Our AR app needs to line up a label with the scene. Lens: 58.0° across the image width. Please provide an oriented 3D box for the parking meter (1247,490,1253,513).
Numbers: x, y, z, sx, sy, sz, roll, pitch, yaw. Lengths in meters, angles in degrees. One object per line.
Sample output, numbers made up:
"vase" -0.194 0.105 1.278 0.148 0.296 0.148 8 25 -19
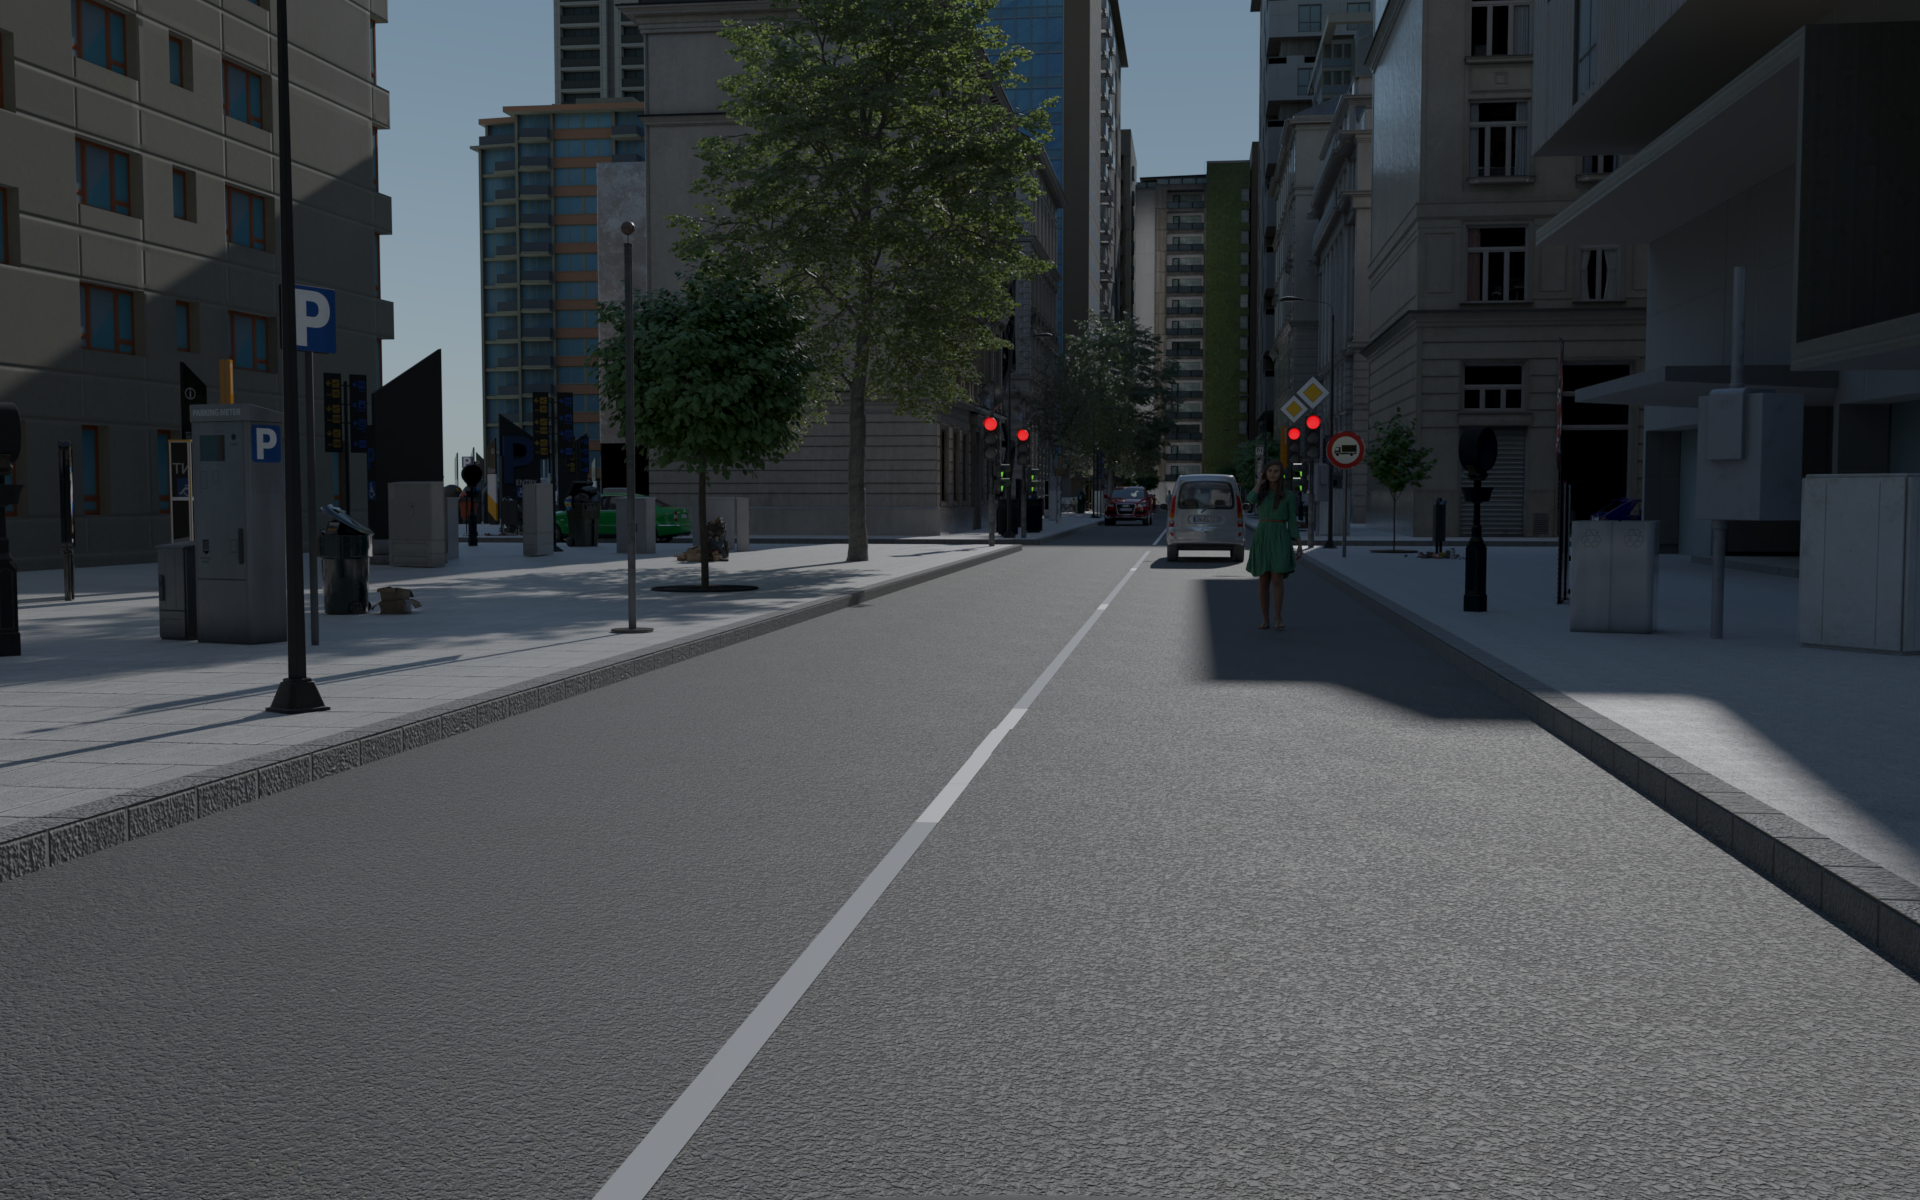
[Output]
"parking meter" 19.448 -6.740 115.909 0.399 1.863 0.255 1 4 9

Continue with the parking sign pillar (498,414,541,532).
"parking sign pillar" -14.772 -4.261 58.141 1.447 3.967 1.447 -2 4 -27

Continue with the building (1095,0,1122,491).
"building" 2.336 -32.759 155.221 23.786 49.044 30.456 0 4 8

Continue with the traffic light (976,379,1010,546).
"traffic light" 0.798 -3.271 42.402 0.839 4.253 0.868 0 4 8

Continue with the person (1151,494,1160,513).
"person" 14.614 -7.235 130.045 0.557 1.426 1.065 -2 4 -34

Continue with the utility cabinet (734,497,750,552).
"utility cabinet" -4.888 -1.704 39.029 0.306 1.237 1.020 0 4 -7

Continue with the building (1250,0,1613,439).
"building" 41.548 -34.913 160.066 28.713 52.752 27.495 0 4 8

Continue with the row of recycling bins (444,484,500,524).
"row of recycling bins" -20.599 -4.128 74.599 3.534 1.692 1.069 -3 4 -38

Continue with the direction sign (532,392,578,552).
"direction sign" -9.035 -2.846 38.527 0.876 3.537 0.379 -1 4 -15

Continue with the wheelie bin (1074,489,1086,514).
"wheelie bin" 7.891 -6.472 113.733 0.693 1.594 0.980 -1 4 -18

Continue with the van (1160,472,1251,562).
"van" 5.392 -1.900 38.083 2.013 2.044 4.112 0 4 8

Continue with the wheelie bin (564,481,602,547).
"wheelie bin" -9.163 -2.102 42.275 0.693 1.594 0.980 2 4 35

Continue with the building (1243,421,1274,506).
"building" 40.612 -45.603 183.858 20.563 71.187 20.611 0 4 8

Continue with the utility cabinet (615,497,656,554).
"utility cabinet" -7.030 -1.612 37.519 1.020 1.237 0.306 3 5 41

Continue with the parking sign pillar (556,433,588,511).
"parking sign pillar" -16.978 -5.341 75.804 1.447 3.967 1.447 -1 4 -22

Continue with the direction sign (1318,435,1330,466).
"direction sign" 13.879 -4.530 66.068 0.379 3.537 0.876 3 5 42

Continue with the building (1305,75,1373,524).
"building" 24.399 -14.883 85.139 13.314 21.916 24.055 0 4 8

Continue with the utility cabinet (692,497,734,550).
"utility cabinet" -5.654 -1.746 39.714 0.306 1.237 1.020 3 5 44

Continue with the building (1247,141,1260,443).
"building" 42.840 -34.482 213.896 14.200 45.320 14.600 0 4 8

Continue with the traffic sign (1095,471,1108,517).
"traffic sign" 7.692 -5.797 94.778 0.884 2.594 0.081 1 4 11

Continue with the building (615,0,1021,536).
"building" -4.047 -12.089 62.281 10.561 19.102 19.286 0 4 8

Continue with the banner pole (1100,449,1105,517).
"banner pole" 7.916 -6.504 96.353 0.401 3.779 0.863 1 4 21

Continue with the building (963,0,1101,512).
"building" 3.418 -29.507 132.557 14.600 45.320 14.200 0 4 8

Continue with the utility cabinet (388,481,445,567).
"utility cabinet" -9.542 -1.327 30.368 1.173 1.500 0.318 2 4 35

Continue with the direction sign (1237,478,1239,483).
"direction sign" 19.064 -7.753 118.757 0.379 3.537 0.876 1 4 12

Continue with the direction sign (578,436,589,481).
"direction sign" -14.965 -4.640 67.854 0.876 3.537 0.379 -1 4 -19

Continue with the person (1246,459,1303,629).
"person" 3.311 -0.584 18.297 0.600 1.795 0.529 0 4 5

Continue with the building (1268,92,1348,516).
"building" 26.210 -19.110 109.708 12.463 27.353 25.104 0 4 8

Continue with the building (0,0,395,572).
"building" -29.827 -11.295 29.719 28.899 21.520 27.650 0 4 8

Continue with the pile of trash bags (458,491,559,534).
"pile of trash bags" -14.421 -2.814 55.758 3.447 1.369 1.912 0 4 0

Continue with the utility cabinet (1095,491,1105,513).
"utility cabinet" 9.442 -6.581 116.283 0.318 1.500 1.173 -1 4 -22

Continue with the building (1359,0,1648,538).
"building" 28.544 -13.624 56.034 30.059 22.955 16.112 0 4 8

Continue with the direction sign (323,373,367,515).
"direction sign" -11.564 -2.488 32.677 0.379 3.537 0.876 3 5 39

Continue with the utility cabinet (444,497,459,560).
"utility cabinet" -10.118 -1.401 34.064 0.306 1.237 1.020 0 4 -4

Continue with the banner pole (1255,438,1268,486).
"banner pole" 13.389 -5.302 76.711 0.863 3.779 0.401 -2 4 -25

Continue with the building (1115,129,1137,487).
"building" 11.536 -36.530 220.966 21.600 48.544 21.300 0 4 8

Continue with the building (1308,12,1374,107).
"building" 40.152 -27.084 134.706 32.217 40.220 23.993 0 4 8

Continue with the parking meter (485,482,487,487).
"parking meter" -23.861 -4.962 86.841 0.255 1.863 0.399 -1 4 -16

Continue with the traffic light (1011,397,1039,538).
"traffic light" 1.874 -3.755 50.315 0.839 4.253 0.868 0 4 8

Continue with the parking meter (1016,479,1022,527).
"parking meter" 2.346 -3.724 66.594 0.255 1.863 0.399 3 5 42

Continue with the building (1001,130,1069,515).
"building" 0.250 -16.820 103.891 11.050 23.489 19.941 0 4 8

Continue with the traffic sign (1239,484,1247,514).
"traffic sign" 18.144 -6.716 109.816 0.884 2.594 0.081 1 4 14

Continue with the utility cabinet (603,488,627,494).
"utility cabinet" -12.229 -3.264 62.047 1.173 1.500 0.318 2 4 27

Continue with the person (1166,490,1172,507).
"person" 14.049 -6.533 116.311 0.522 1.701 0.512 -3 5 -45

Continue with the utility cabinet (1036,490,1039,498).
"utility cabinet" 3.579 -4.941 89.466 0.318 1.500 1.173 3 5 40

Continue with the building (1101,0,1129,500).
"building" 3.598 -36.491 185.868 27.495 52.752 28.713 0 4 8

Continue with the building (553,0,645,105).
"building" -40.208 -48.276 227.571 20.611 71.187 20.563 0 4 8

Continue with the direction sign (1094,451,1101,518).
"direction sign" 7.249 -6.077 91.353 0.379 3.537 0.876 -1 4 -20

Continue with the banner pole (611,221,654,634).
"banner pole" -3.087 -1.603 16.227 0.401 3.779 0.863 -1 4 -10

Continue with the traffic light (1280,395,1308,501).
"traffic light" 9.468 -3.693 49.302 0.839 4.253 0.868 0 4 8

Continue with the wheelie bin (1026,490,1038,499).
"wheelie bin" 3.047 -4.131 75.451 0.693 1.594 0.980 -1 4 -15

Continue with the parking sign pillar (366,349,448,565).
"parking sign pillar" -10.209 -2.655 31.875 1.447 3.967 1.447 -3 5 -41

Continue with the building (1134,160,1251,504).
"building" 28.769 -32.533 215.501 14.086 41.232 14.154 0 4 8

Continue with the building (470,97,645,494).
"building" -37.977 -33.007 194.291 28.867 44.769 22.147 0 4 8

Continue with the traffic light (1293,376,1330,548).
"traffic light" 8.392 -3.209 41.389 0.839 4.253 0.868 0 4 8

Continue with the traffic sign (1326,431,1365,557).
"traffic sign" 7.794 -2.137 35.052 0.768 2.556 0.104 1 4 13

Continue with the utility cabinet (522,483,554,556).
"utility cabinet" -8.778 -1.671 35.994 0.318 1.500 1.173 0 4 3

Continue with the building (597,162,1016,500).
"building" -5.954 -13.045 80.730 16.820 18.784 16.811 0 4 8

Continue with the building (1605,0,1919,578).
"building" 24.035 -26.482 22.212 28.713 52.752 27.495 0 4 8

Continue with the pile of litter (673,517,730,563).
"pile of litter" -4.940 -1.176 33.194 1.176 0.858 1.719 1 4 10
